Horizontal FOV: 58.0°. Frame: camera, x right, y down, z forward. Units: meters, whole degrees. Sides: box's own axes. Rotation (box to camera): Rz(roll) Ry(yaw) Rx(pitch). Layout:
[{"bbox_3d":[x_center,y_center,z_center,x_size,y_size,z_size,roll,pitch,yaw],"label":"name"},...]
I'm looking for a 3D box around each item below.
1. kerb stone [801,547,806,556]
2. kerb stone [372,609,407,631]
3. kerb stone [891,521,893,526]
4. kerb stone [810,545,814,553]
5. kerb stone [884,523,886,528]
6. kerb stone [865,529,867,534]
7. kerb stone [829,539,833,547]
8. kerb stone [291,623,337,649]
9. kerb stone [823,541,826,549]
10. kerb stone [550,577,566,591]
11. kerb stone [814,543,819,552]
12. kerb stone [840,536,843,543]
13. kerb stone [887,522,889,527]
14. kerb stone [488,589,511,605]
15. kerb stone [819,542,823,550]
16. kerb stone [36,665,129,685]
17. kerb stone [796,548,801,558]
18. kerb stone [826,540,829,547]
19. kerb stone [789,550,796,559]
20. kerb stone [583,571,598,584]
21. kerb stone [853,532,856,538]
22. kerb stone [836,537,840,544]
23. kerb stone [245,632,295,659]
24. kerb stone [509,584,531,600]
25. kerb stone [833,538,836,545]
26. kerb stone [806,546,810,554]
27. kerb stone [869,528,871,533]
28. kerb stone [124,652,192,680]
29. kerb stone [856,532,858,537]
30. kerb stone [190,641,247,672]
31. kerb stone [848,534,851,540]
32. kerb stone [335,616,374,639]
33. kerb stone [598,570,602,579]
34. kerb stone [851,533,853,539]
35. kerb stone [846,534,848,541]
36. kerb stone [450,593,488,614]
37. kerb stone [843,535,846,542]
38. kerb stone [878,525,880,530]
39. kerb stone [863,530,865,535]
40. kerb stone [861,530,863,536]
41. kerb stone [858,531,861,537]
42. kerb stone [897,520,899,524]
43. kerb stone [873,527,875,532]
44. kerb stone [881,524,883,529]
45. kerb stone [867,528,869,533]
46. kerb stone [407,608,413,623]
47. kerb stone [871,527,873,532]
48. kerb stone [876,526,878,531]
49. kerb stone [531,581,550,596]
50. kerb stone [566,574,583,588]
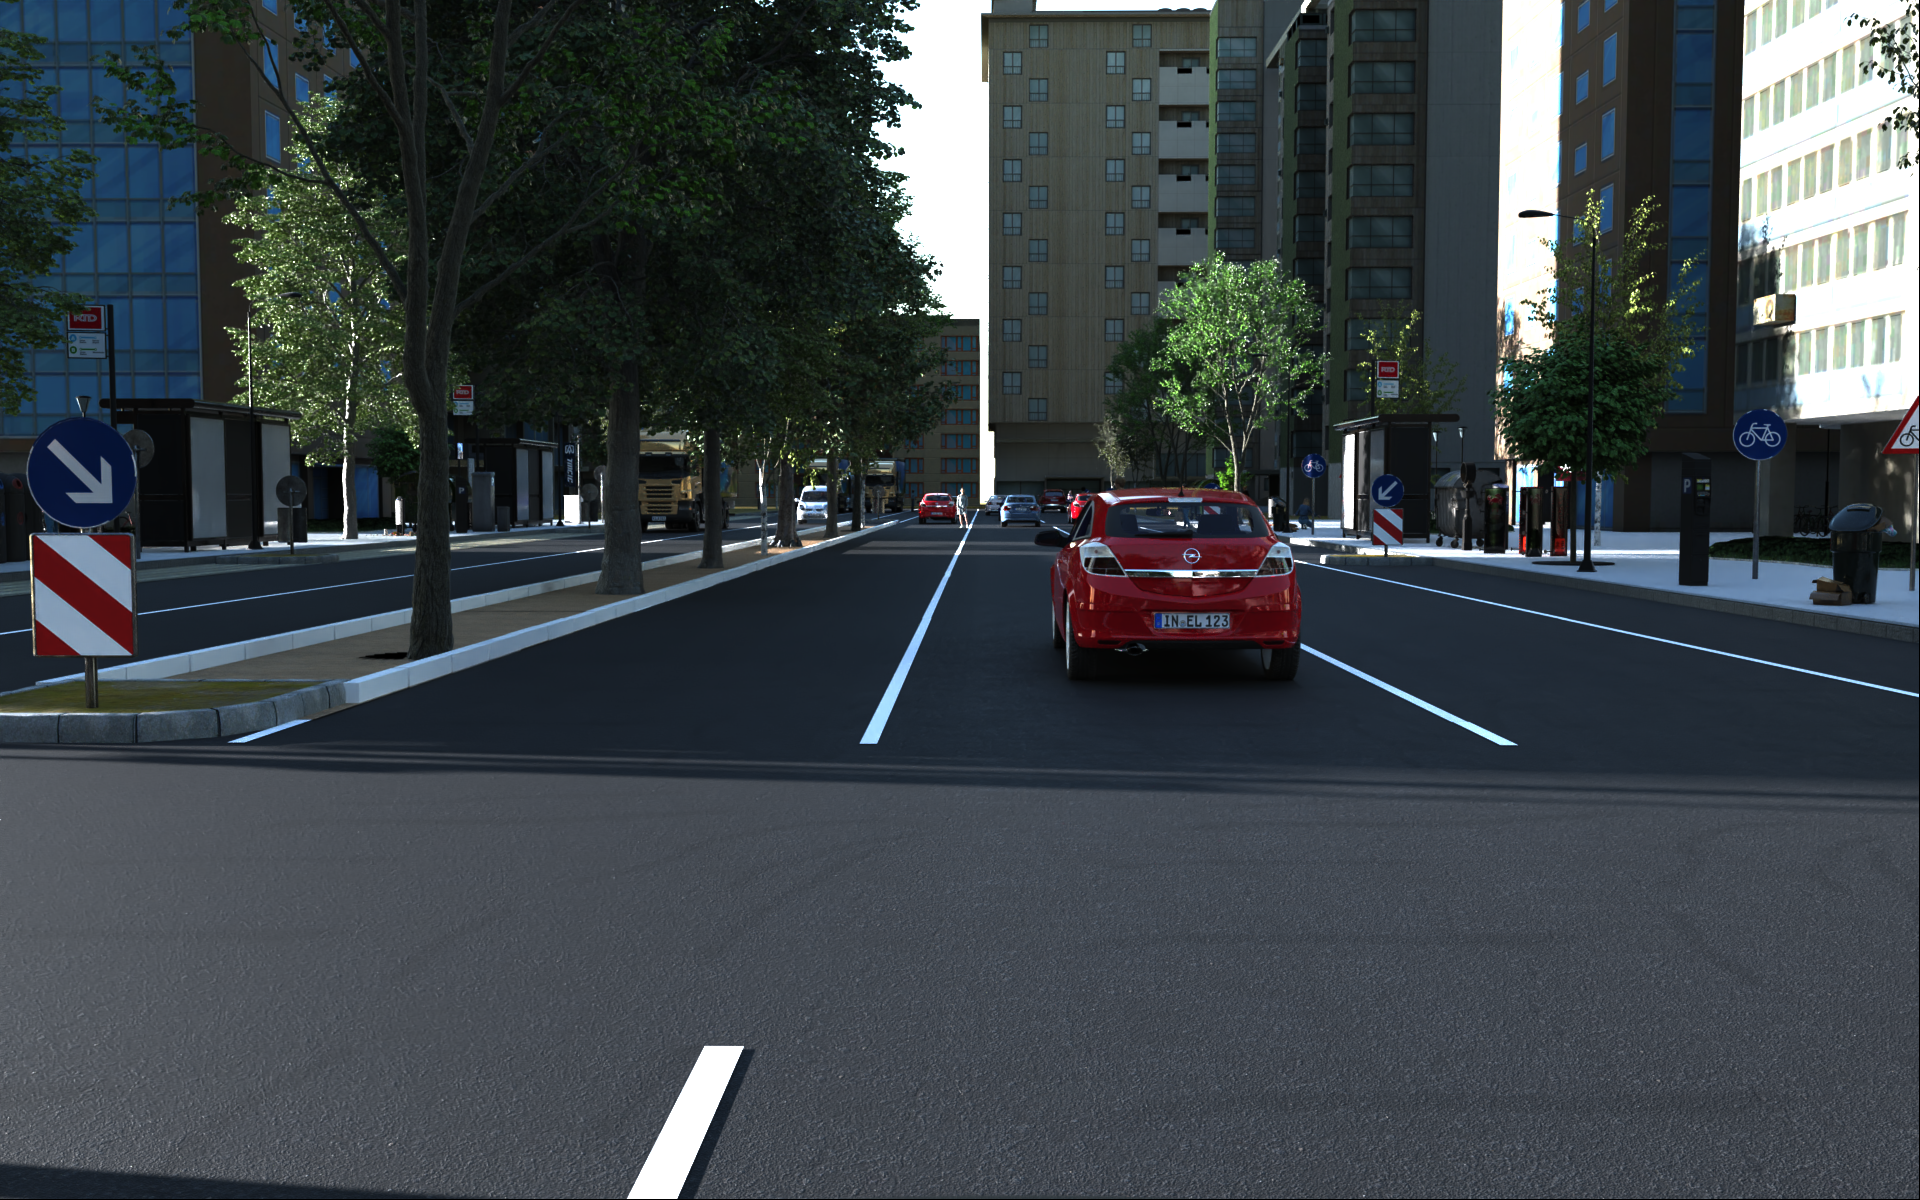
[{"bbox_3d":[-3.727,-1.086,39.944,0.120,0.150,1.000,0,4,1],"label":"kerb stone"},{"bbox_3d":[-6.146,0.229,18.453,0.120,0.150,1.000,0,4,1],"label":"kerb stone"},{"bbox_3d":[-3.187,-3.343,76.880,0.120,0.150,1.000,0,4,1],"label":"kerb stone"},{"bbox_3d":[-3.705,-1.211,41.999,0.120,0.150,1.000,0,4,1],"label":"kerb stone"},{"bbox_3d":[-3.263,-3.031,71.756,0.120,0.150,1.000,0,4,1],"label":"kerb stone"},{"bbox_3d":[-3.421,-2.341,60.473,0.120,0.150,1.000,0,4,1],"label":"kerb stone"},{"bbox_3d":[-3.628,-1.525,47.131,0.120,0.150,1.000,0,4,1],"label":"kerb stone"},{"bbox_3d":[-6.175,0.354,16.404,0.120,0.150,1.000,0,4,1],"label":"kerb stone"},{"bbox_3d":[-3.654,-1.394,45.078,0.120,0.150,1.000,0,4,1],"label":"kerb stone"},{"bbox_3d":[-6.044,-0.206,25.621,0.120,0.150,1.000,0,4,1],"label":"kerb stone"},{"bbox_3d":[-3.686,-1.273,43.028,0.120,0.150,1.000,0,4,1],"label":"kerb stone"},{"bbox_3d":[-3.577,-1.713,50.213,0.120,0.150,1.000,0,4,1],"label":"kerb stone"},{"bbox_3d":[-3.231,-3.147,73.807,0.120,0.150,1.000,0,4,1],"label":"kerb stone"},{"bbox_3d":[-6.085,-0.019,22.554,0.120,0.150,1.000,0,4,1],"label":"kerb stone"},{"bbox_3d":[-3.667,-1.332,44.056,0.120,0.150,1.000,0,4,1],"label":"kerb stone"},{"bbox_3d":[-6.237,0.604,12.313,0.120,0.150,1.000,0,4,1],"label":"kerb stone"},{"bbox_3d":[-3.748,-1.023,38.914,0.120,0.150,1.000,0,4,1],"label":"kerb stone"},{"bbox_3d":[-3.652,-1.462,46.100,0.120,0.150,1.000,0,4,1],"label":"kerb stone"},{"bbox_3d":[-3.766,-0.960,37.892,0.120,0.150,1.000,0,4,1],"label":"kerb stone"},{"bbox_3d":[-6.006,-0.335,27.679,0.120,0.150,1.000,0,4,1],"label":"kerb stone"},{"bbox_3d":[-3.508,-2.027,55.343,0.120,0.150,1.000,0,4,1],"label":"kerb stone"},{"bbox_3d":[-3.593,-1.651,49.181,0.120,0.150,1.000,0,4,1],"label":"kerb stone"},{"bbox_3d":[-6.190,0.417,15.382,0.120,0.150,1.000,0,4,1],"label":"kerb stone"},{"bbox_3d":[-6.069,-0.084,23.576,0.120,0.150,1.000,0,4,1],"label":"kerb stone"},{"bbox_3d":[-3.608,-1.587,48.159,0.120,0.150,1.000,0,4,1],"label":"kerb stone"},{"bbox_3d":[-3.715,-1.146,40.967,0.120,0.150,1.000,0,4,1],"label":"kerb stone"},{"bbox_3d":[-3.408,-2.462,62.526,0.120,0.150,1.000,0,4,1],"label":"kerb stone"},{"bbox_3d":[-6.228,0.542,13.338,0.120,0.150,1.000,0,4,1],"label":"kerb stone"},{"bbox_3d":[-3.486,-2.088,56.366,0.120,0.150,1.000,0,4,1],"label":"kerb stone"},{"bbox_3d":[-6.206,0.479,14.360,0.120,0.150,1.000,0,4,1],"label":"kerb stone"},{"bbox_3d":[-3.532,-1.902,53.295,0.120,0.150,1.000,0,4,1],"label":"kerb stone"},{"bbox_3d":[-6.159,0.292,17.426,0.120,0.150,1.000,0,4,1],"label":"kerb stone"},{"bbox_3d":[-5.990,-0.398,28.704,0.120,0.150,1.000,0,4,1],"label":"kerb stone"},{"bbox_3d":[-3.520,-1.965,54.321,0.120,0.150,1.000,0,4,1],"label":"kerb stone"},{"bbox_3d":[-3.545,-1.839,52.270,0.120,0.150,1.000,0,4,1],"label":"kerb stone"},{"bbox_3d":[-6.101,0.041,21.524,0.120,0.150,1.000,0,4,1],"label":"kerb stone"},{"bbox_3d":[-3.560,-1.774,51.245,0.120,0.150,1.000,0,4,1],"label":"kerb stone"},{"bbox_3d":[-3.319,-2.780,67.646,0.120,0.150,1.000,0,4,1],"label":"kerb stone"},{"bbox_3d":[-3.441,-2.278,59.451,0.120,0.150,1.000,0,4,1],"label":"kerb stone"},{"bbox_3d":[-3.455,-2.216,58.429,0.120,0.150,1.000,0,4,1],"label":"kerb stone"},{"bbox_3d":[-3.473,-2.151,57.394,0.120,0.150,1.000,0,4,1],"label":"kerb stone"},{"bbox_3d":[-3.100,-3.654,81.999,0.120,0.150,1.000,0,4,1],"label":"kerb stone"},{"bbox_3d":[-3.373,-2.592,64.575,0.120,0.150,1.000,0,4,1],"label":"kerb stone"},{"bbox_3d":[-3.291,-2.902,69.706,0.120,0.150,1.000,0,4,1],"label":"kerb stone"},{"bbox_3d":[-3.408,-2.402,61.503,0.120,0.150,1.000,0,4,1],"label":"kerb stone"},{"bbox_3d":[-6.135,0.166,19.477,0.120,0.150,1.000,0,4,1],"label":"kerb stone"},{"bbox_3d":[-3.384,-2.529,63.552,0.120,0.150,1.000,0,4,1],"label":"kerb stone"},{"bbox_3d":[-3.336,-2.715,66.621,0.120,0.150,1.000,0,4,1],"label":"kerb stone"},{"bbox_3d":[-6.052,-0.147,24.599,0.120,0.150,1.000,0,4,1],"label":"kerb stone"},{"bbox_3d":[-6.023,-0.273,26.655,0.120,0.150,1.000,0,4,1],"label":"kerb stone"}]
